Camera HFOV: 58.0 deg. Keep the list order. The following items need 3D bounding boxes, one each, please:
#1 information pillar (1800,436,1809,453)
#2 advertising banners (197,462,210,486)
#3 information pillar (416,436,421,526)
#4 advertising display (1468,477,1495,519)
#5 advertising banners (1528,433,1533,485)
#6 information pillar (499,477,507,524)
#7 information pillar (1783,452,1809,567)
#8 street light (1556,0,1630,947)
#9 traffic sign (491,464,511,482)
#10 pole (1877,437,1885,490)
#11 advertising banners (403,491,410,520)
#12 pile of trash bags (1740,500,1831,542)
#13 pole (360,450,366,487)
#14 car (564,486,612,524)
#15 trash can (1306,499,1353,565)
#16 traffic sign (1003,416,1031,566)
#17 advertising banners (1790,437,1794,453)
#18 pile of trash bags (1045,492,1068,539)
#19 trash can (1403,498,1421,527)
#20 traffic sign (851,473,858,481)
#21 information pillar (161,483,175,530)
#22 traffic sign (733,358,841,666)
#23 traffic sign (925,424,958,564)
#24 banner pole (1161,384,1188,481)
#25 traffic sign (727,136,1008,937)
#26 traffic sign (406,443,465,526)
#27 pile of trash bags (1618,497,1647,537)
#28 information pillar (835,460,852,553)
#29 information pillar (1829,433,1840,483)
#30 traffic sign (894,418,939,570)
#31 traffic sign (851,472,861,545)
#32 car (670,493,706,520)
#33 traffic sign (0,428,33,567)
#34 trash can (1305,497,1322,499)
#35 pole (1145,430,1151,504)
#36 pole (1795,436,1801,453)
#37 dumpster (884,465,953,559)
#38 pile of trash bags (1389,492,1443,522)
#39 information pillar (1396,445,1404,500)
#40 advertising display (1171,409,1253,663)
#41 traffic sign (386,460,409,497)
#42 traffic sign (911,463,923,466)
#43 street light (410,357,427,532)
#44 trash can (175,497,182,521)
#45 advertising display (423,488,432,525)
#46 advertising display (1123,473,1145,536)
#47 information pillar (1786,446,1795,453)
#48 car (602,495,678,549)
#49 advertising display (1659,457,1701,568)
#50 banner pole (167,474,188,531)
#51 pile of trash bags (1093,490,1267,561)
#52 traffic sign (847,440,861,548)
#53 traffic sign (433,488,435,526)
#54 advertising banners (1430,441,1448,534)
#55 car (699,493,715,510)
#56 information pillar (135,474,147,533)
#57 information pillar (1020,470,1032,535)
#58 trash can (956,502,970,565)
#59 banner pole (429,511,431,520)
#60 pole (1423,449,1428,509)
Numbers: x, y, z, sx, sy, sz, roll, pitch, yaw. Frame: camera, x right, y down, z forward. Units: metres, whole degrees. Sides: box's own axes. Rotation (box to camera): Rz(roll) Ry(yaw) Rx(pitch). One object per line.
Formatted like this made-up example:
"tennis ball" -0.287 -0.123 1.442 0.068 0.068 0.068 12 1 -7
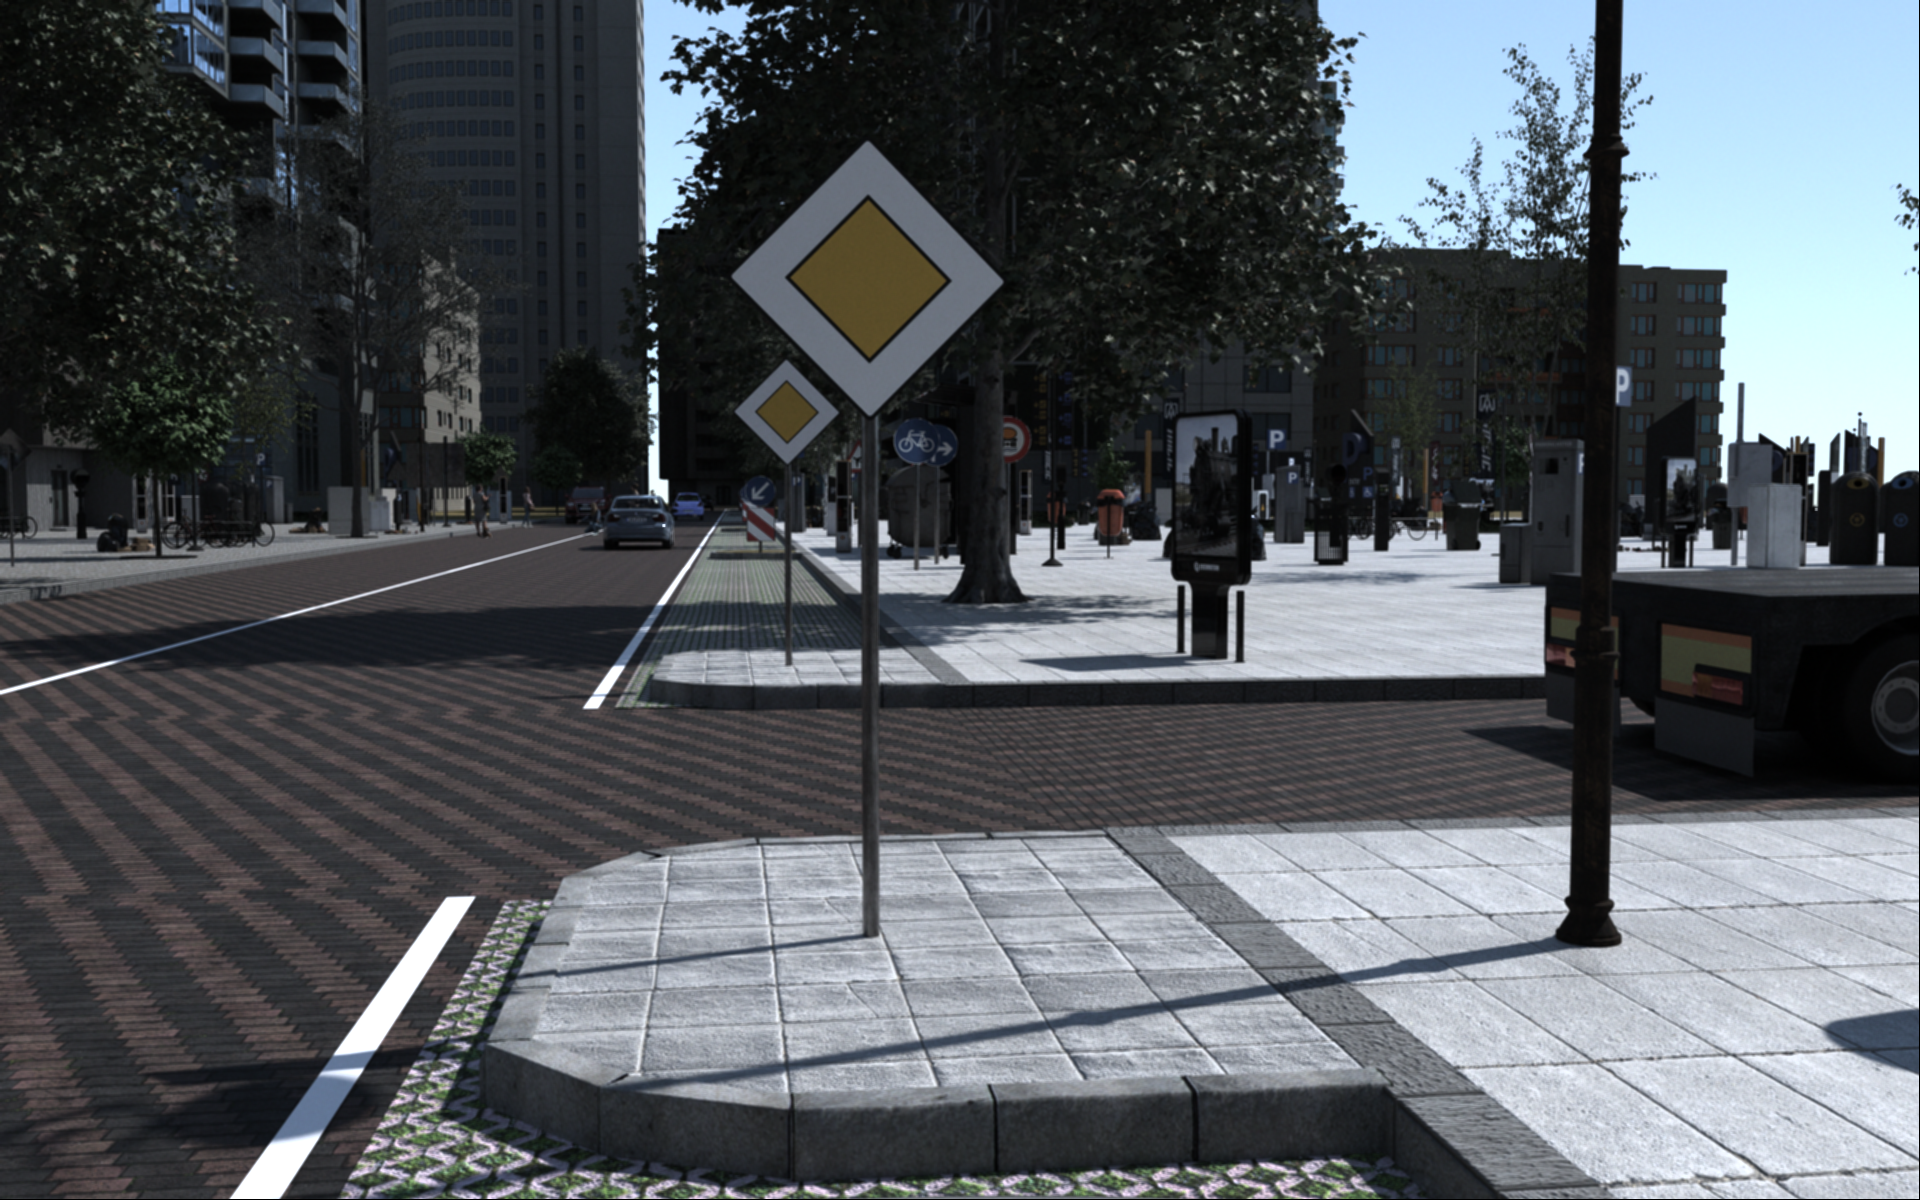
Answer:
"information pillar" 34.150 -4.815 70.086 0.504 3.616 0.183 -2 4 -35
"advertising banners" -24.827 -3.818 58.609 2.074 3.025 0.090 -1 4 -9
"information pillar" -21.940 -4.822 70.195 0.183 3.616 0.504 -2 4 -29
"advertising display" 19.448 -3.635 64.638 0.974 1.923 0.123 0 4 5
"advertising banners" 17.102 -3.339 50.772 0.090 3.025 2.074 3 5 43
"information pillar" -19.655 -4.282 74.501 0.304 2.012 0.304 -1 4 -18
"information pillar" 14.839 -1.606 30.748 0.304 2.012 0.304 1 4 11
"street light" 1.811 -1.959 4.810 0.468 5.910 1.993 0 4 -7
"traffic sign" -20.087 -4.633 75.756 0.884 2.594 0.081 0 4 2
"pole" 33.079 -4.184 62.253 0.158 3.312 0.155 0 3 0
"advertising banners" -25.367 -5.085 79.329 0.090 3.025 2.074 0 4 -3
"pile of trash bags" 22.784 -2.321 47.708 1.912 1.369 3.447 -1 4 -19
"pole" -27.388 -5.241 79.536 0.158 3.312 0.155 0 3 0
"car" -18.082 -4.638 84.497 2.281 1.827 5.304 0 4 -8
"trash can" 6.729 -1.207 31.380 0.748 1.137 0.748 0 3 0
"traffic sign" 0.776 -1.724 28.285 0.768 2.556 0.104 0 4 2
"advertising banners" 25.579 -3.510 53.576 0.090 3.025 2.074 1 4 18
"pile of trash bags" 4.084 -2.400 48.991 3.447 1.369 1.912 1 4 18
"trash can" 17.807 -3.462 68.253 0.748 1.137 0.748 0 3 0
"traffic sign" -4.498 -4.298 70.374 0.768 2.556 0.104 0 4 -5
"information pillar" -28.503 -3.538 62.331 0.304 2.012 0.304 2 4 33
"traffic sign" -1.284 -0.566 12.889 0.795 2.450 0.064 0 4 -7
"traffic sign" -0.424 -1.933 31.714 0.768 2.556 0.104 0 4 2
"banner pole" 4.941 -3.029 39.544 0.863 3.779 0.401 3 5 44
"traffic sign" -0.261 -0.081 4.969 0.795 2.450 0.064 0 4 -7
"traffic sign" -20.792 -4.577 68.701 2.265 3.308 0.079 0 4 -4
"pile of trash bags" 20.178 -2.611 52.436 1.912 1.369 3.447 -2 4 -32
"information pillar" -2.539 -2.039 37.822 0.304 2.012 0.304 0 4 7
"information pillar" 33.295 -4.563 65.960 0.504 3.616 0.183 -2 4 -28
"traffic sign" -0.731 -1.773 29.103 0.768 2.556 0.104 0 4 -3
"traffic sign" -2.511 -2.680 43.820 0.884 2.594 0.081 0 4 -1
"car" -14.961 -5.245 95.342 1.945 1.707 3.694 -1 4 -9
"traffic sign" -16.721 -1.793 30.504 0.795 2.450 0.064 0 4 -1
"trash can" 15.562 -3.956 76.340 0.748 1.137 0.748 0 3 0
"pole" 6.020 -3.770 55.476 0.158 3.312 0.155 0 3 0
"pole" 29.332 -4.090 60.722 0.158 3.312 0.155 0 3 0
"dumpster" -0.825 -1.780 34.866 1.264 1.857 1.865 0 4 -7
"pile of trash bags" 20.726 -4.327 80.495 3.447 1.369 1.912 0 4 1
"information pillar" 20.883 -5.560 82.267 0.504 3.616 0.183 -3 5 -43
"advertising display" 1.957 -0.509 13.542 0.123 1.923 0.974 -2 4 -24
"traffic sign" -21.636 -4.077 66.658 0.884 2.594 0.081 0 4 2
"traffic sign" -1.403 -3.485 56.984 0.884 2.594 0.081 0 4 0
"street light" -18.261 -5.251 58.647 0.468 5.910 1.993 0 4 -7
"trash can" -35.364 -4.109 78.831 0.748 1.137 0.748 0 3 0
"advertising display" -22.441 -4.120 72.577 0.974 1.923 0.123 3 5 41
"advertising display" 5.326 -2.930 53.116 0.123 1.923 0.974 -2 4 -29
"information pillar" 40.649 -5.714 84.774 0.504 3.616 0.183 1 4 10
"car" -8.545 -2.091 46.188 2.014 1.417 4.499 -1 4 -8
"advertising display" 12.515 -1.527 30.174 0.974 1.923 0.123 -2 4 -35
"banner pole" -27.415 -4.328 60.784 0.863 3.779 0.401 -2 4 -23
"pile of trash bags" 4.381 -1.506 34.382 3.447 1.369 1.912 1 4 14
"traffic sign" -2.422 -2.538 41.502 0.884 2.594 0.081 0 4 -4
"traffic sign" -20.978 -4.220 69.008 0.884 2.594 0.081 0 4 1
"advertising banners" 15.845 -3.666 56.127 0.090 3.025 2.074 -1 4 -20
"car" -22.553 -8.728 152.494 2.009 1.686 4.222 0 4 -7
"information pillar" -26.771 -3.188 56.611 0.304 2.012 0.304 -2 4 -27
"information pillar" 2.045 -3.024 53.928 0.304 2.012 0.304 1 4 18
"trash can" 0.306 -1.133 30.172 0.748 1.137 0.748 0 3 0
"banner pole" -25.800 -5.804 84.918 0.863 3.779 0.401 -3 5 -42
"pole" 20.870 -5.129 77.703 0.158 3.312 0.155 0 3 0
